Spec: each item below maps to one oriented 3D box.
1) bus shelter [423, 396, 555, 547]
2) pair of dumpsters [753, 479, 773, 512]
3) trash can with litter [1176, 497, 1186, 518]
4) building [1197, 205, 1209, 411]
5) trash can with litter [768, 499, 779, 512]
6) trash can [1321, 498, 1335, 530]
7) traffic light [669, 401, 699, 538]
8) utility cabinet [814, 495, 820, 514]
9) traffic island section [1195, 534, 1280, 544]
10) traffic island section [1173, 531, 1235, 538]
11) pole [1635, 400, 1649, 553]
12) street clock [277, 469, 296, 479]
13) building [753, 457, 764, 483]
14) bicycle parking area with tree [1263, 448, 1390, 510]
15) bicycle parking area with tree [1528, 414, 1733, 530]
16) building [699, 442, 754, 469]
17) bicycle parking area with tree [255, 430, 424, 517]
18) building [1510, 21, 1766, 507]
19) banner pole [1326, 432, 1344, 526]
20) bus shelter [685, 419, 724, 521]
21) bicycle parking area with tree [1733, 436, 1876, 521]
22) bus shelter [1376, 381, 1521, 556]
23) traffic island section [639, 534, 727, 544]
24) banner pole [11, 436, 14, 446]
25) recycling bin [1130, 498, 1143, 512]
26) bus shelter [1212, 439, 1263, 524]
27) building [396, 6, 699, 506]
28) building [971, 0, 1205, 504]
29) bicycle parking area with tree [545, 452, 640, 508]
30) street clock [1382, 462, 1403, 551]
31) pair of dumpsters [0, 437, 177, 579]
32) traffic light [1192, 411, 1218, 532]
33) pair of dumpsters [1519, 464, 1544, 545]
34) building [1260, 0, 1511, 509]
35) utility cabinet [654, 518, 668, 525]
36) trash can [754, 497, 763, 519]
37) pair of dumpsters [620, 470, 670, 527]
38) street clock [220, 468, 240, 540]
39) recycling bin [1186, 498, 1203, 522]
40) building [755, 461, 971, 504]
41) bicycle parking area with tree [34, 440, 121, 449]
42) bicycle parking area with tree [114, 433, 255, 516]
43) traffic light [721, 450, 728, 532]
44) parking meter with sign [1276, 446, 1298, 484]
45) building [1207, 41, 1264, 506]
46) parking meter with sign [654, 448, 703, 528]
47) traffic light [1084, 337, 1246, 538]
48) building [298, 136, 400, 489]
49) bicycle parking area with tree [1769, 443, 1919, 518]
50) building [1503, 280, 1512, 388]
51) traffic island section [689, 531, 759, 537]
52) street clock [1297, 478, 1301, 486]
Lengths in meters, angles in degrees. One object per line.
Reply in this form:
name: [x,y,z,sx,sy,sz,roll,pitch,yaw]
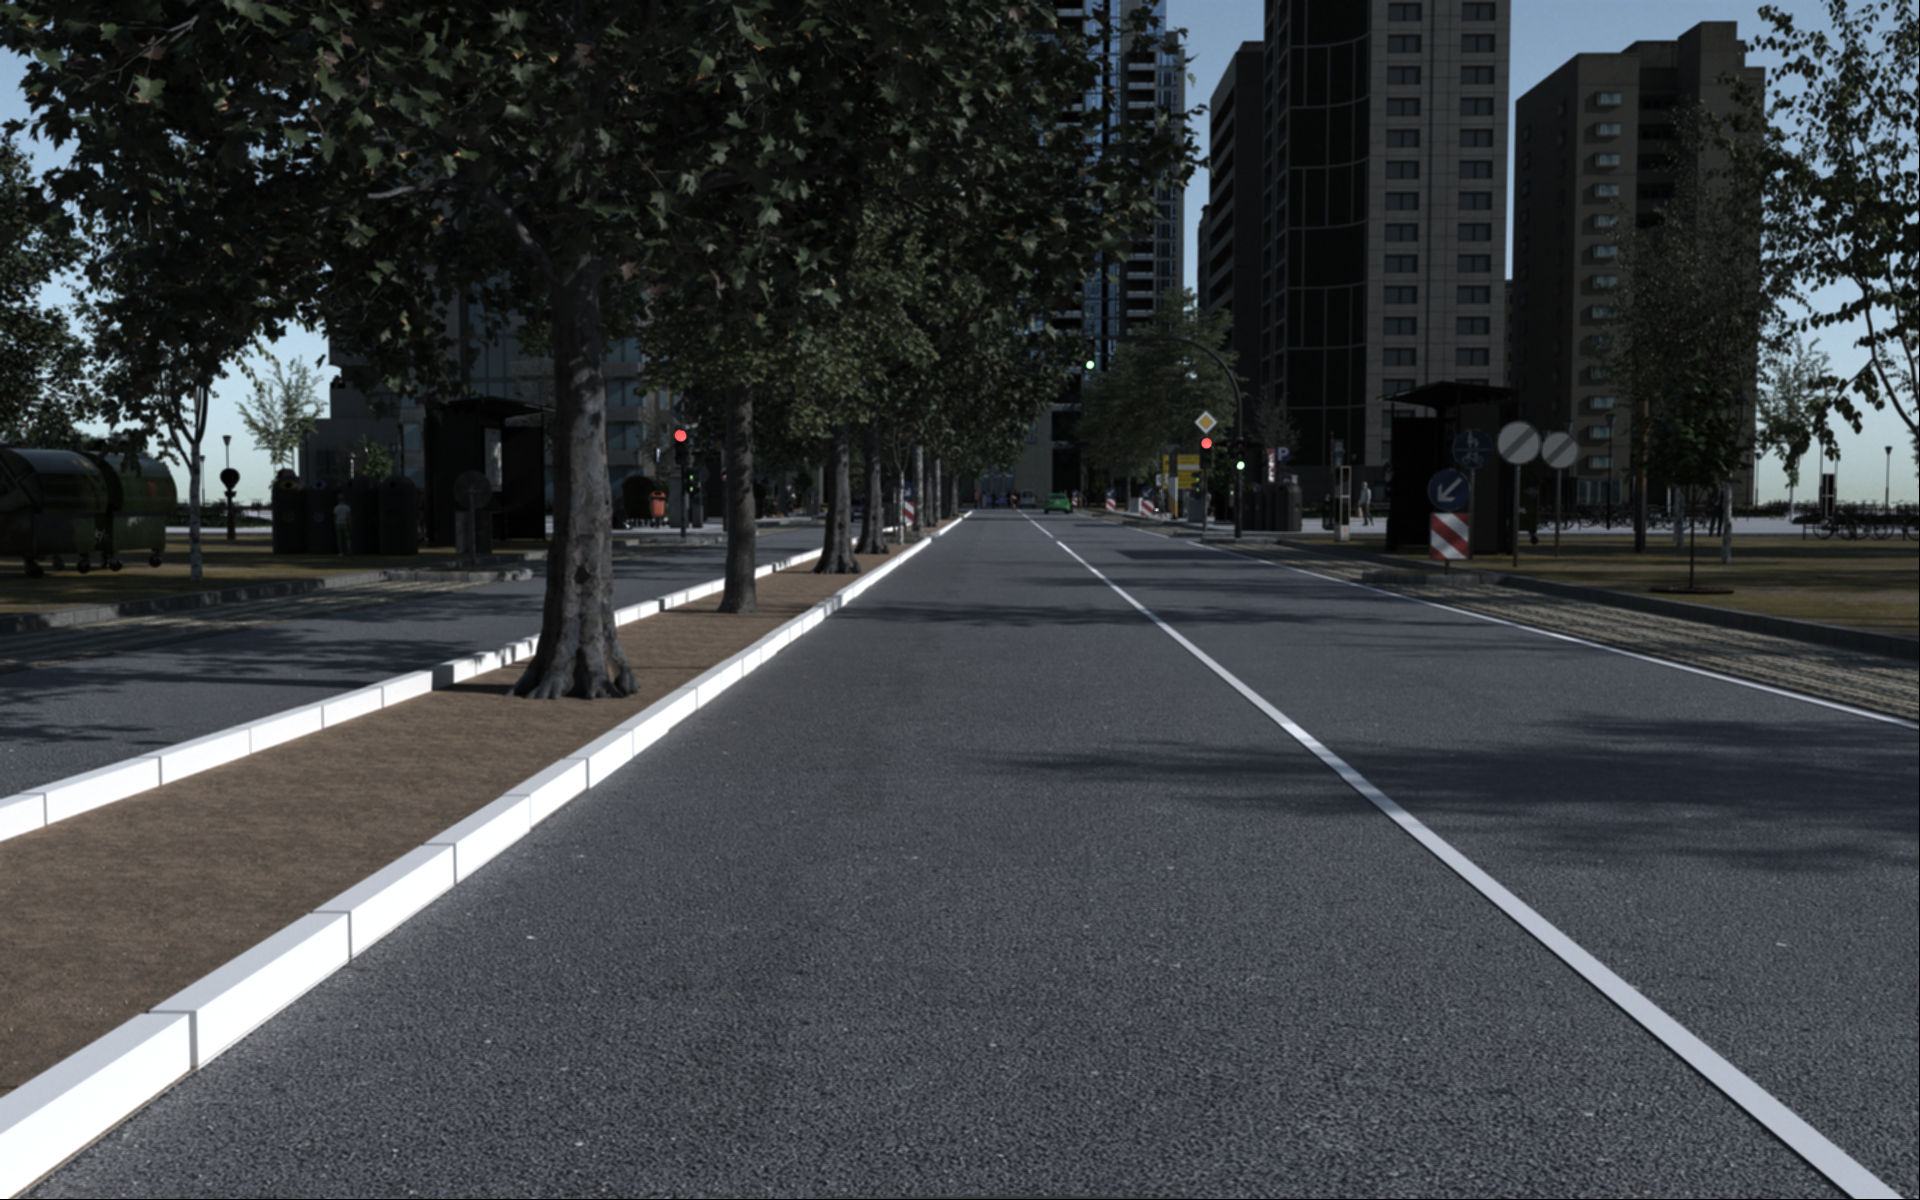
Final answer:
bus shelter: [-11.986,-3.264,44.655,1.731,3.624,6.357,0,4,1]
pair of dumpsters: [-13.183,-6.776,113.287,1.574,2.255,4.437,0,4,1]
trash can with litter: [11.917,-4.947,92.265,1.055,1.170,0.624,2,4,34]
building: [40.086,-33.836,236.811,14.086,41.232,14.154,0,4,1]
trash can with litter: [-13.156,-6.735,121.497,1.055,1.170,0.624,0,4,3]
trash can: [13.186,-3.050,61.513,0.748,1.137,0.748,0,3,0]
traffic light: [-8.092,-3.776,50.662,0.839,4.253,0.868,0,4,1]
utility cabinet: [-9.364,-6.251,113.367,0.306,1.237,1.020,0,4,2]
traffic island section: [8.106,-1.722,50.438,2.009,0.180,2.903,0,4,1]
traffic island section: [8.281,-2.210,58.421,2.009,0.180,2.903,0,4,1]
pole: [14.893,-2.690,37.830,0.158,3.312,0.155,0,3,0]
street clock: [-19.166,-2.738,49.338,0.358,2.002,0.471,2,4,31]
building: [-28.904,-25.549,189.427,14.107,30.474,14.160,0,4,1]
bicycle parking area with tree: [21.670,-7.502,109.660,8.231,4.147,9.016,3,5,39]
bicycle parking area with tree: [23.318,-4.759,64.820,9.016,4.147,8.231,1,4,16]
building: [-36.246,-35.991,238.569,14.200,45.320,14.600,0,4,1]
bicycle parking area with tree: [-27.123,-5.647,79.329,8.231,4.147,9.016,-1,4,-14]
building: [72.152,-34.227,183.308,21.600,48.544,21.300,0,4,1]
banner pole: [15.089,-4.869,69.624,0.401,3.779,0.863,-3,4,-38]
bus shelter: [-12.115,-6.642,86.232,2.179,5.291,8.768,0,4,1]
bicycle parking area with tree: [39.316,-5.966,84.551,8.231,4.147,9.016,1,4,20]
bus shelter: [10.894,-2.921,39.042,1.731,3.624,6.357,0,4,1]
traffic island section: [-8.132,-1.744,50.798,2.009,0.180,2.903,0,4,1]
banner pole: [-27.978,-3.743,51.214,0.401,3.779,0.863,-2,4,-30]
recycling bin: [12.486,-6.719,122.414,0.722,1.027,0.722,2,4,28]
bus shelter: [12.246,-5.256,77.217,1.731,3.624,6.357,0,4,1]
building: [-34.469,-32.413,149.567,23.786,49.044,30.456,0,4,1]
building: [17.613,-56.740,240.363,31.000,86.520,22.319,0,4,1]
bicycle parking area with tree: [-24.462,-7.947,116.939,8.231,4.147,9.016,0,4,-3]
street clock: [9.668,-2.091,38.765,0.358,2.002,0.471,-1,4,-18]
pair of dumpsters: [-14.494,-1.571,28.176,1.574,2.255,4.437,0,4,1]
traffic light: [8.241,-4.244,58.308,0.839,4.253,0.868,0,4,1]
pair of dumpsters: [14.094,-2.657,45.943,1.574,2.255,4.437,0,4,1]
building: [37.766,-44.211,161.106,20.563,71.187,20.611,0,4,1]
utility cabinet: [-12.389,-3.731,72.162,0.306,1.237,1.020,1,4,17]
trash can: [-10.348,-4.675,88.089,0.748,1.137,0.748,0,3,0]
pair of dumpsters: [-12.338,-4.042,68.572,1.574,2.255,4.437,0,4,1]
street clock: [-20.548,-2.705,48.794,0.471,2.002,0.358,-1,4,-8]
recycling bin: [10.776,-4.091,79.442,0.722,1.027,0.722,0,4,2]
building: [-13.546,-56.728,240.181,31.000,86.520,22.319,0,4,1]
bicycle parking area with tree: [-50.918,-6.948,100.607,8.231,4.147,9.016,1,4,19]
bicycle parking area with tree: [-37.806,-5.892,83.337,8.231,4.147,9.016,-2,4,-35]
traffic light: [-5.823,-5.136,58.635,4.771,5.953,1.251,0,4,1]
parking meter with sign: [12.196,-4.144,64.019,0.543,3.016,1.738,2,4,28]
building: [38.183,-34.199,182.859,21.300,48.544,21.600,0,4,1]
parking meter with sign: [-10.572,-4.218,65.222,1.738,3.016,0.543,0,4,5]
traffic light: [5.972,-4.621,50.229,4.771,5.953,1.251,0,4,1]
building: [-50.515,-36.211,181.294,27.495,52.752,28.713,0,4,1]
bicycle parking area with tree: [55.539,-7.344,107.070,9.016,4.147,8.231,0,4,8]
building: [76.002,-28.427,236.482,14.107,30.474,14.160,0,4,1]
traffic island section: [-7.956,-2.232,58.781,2.009,0.180,2.903,0,4,1]
street clock: [14.855,-4.421,76.859,0.471,2.002,0.358,0,4,-5]
